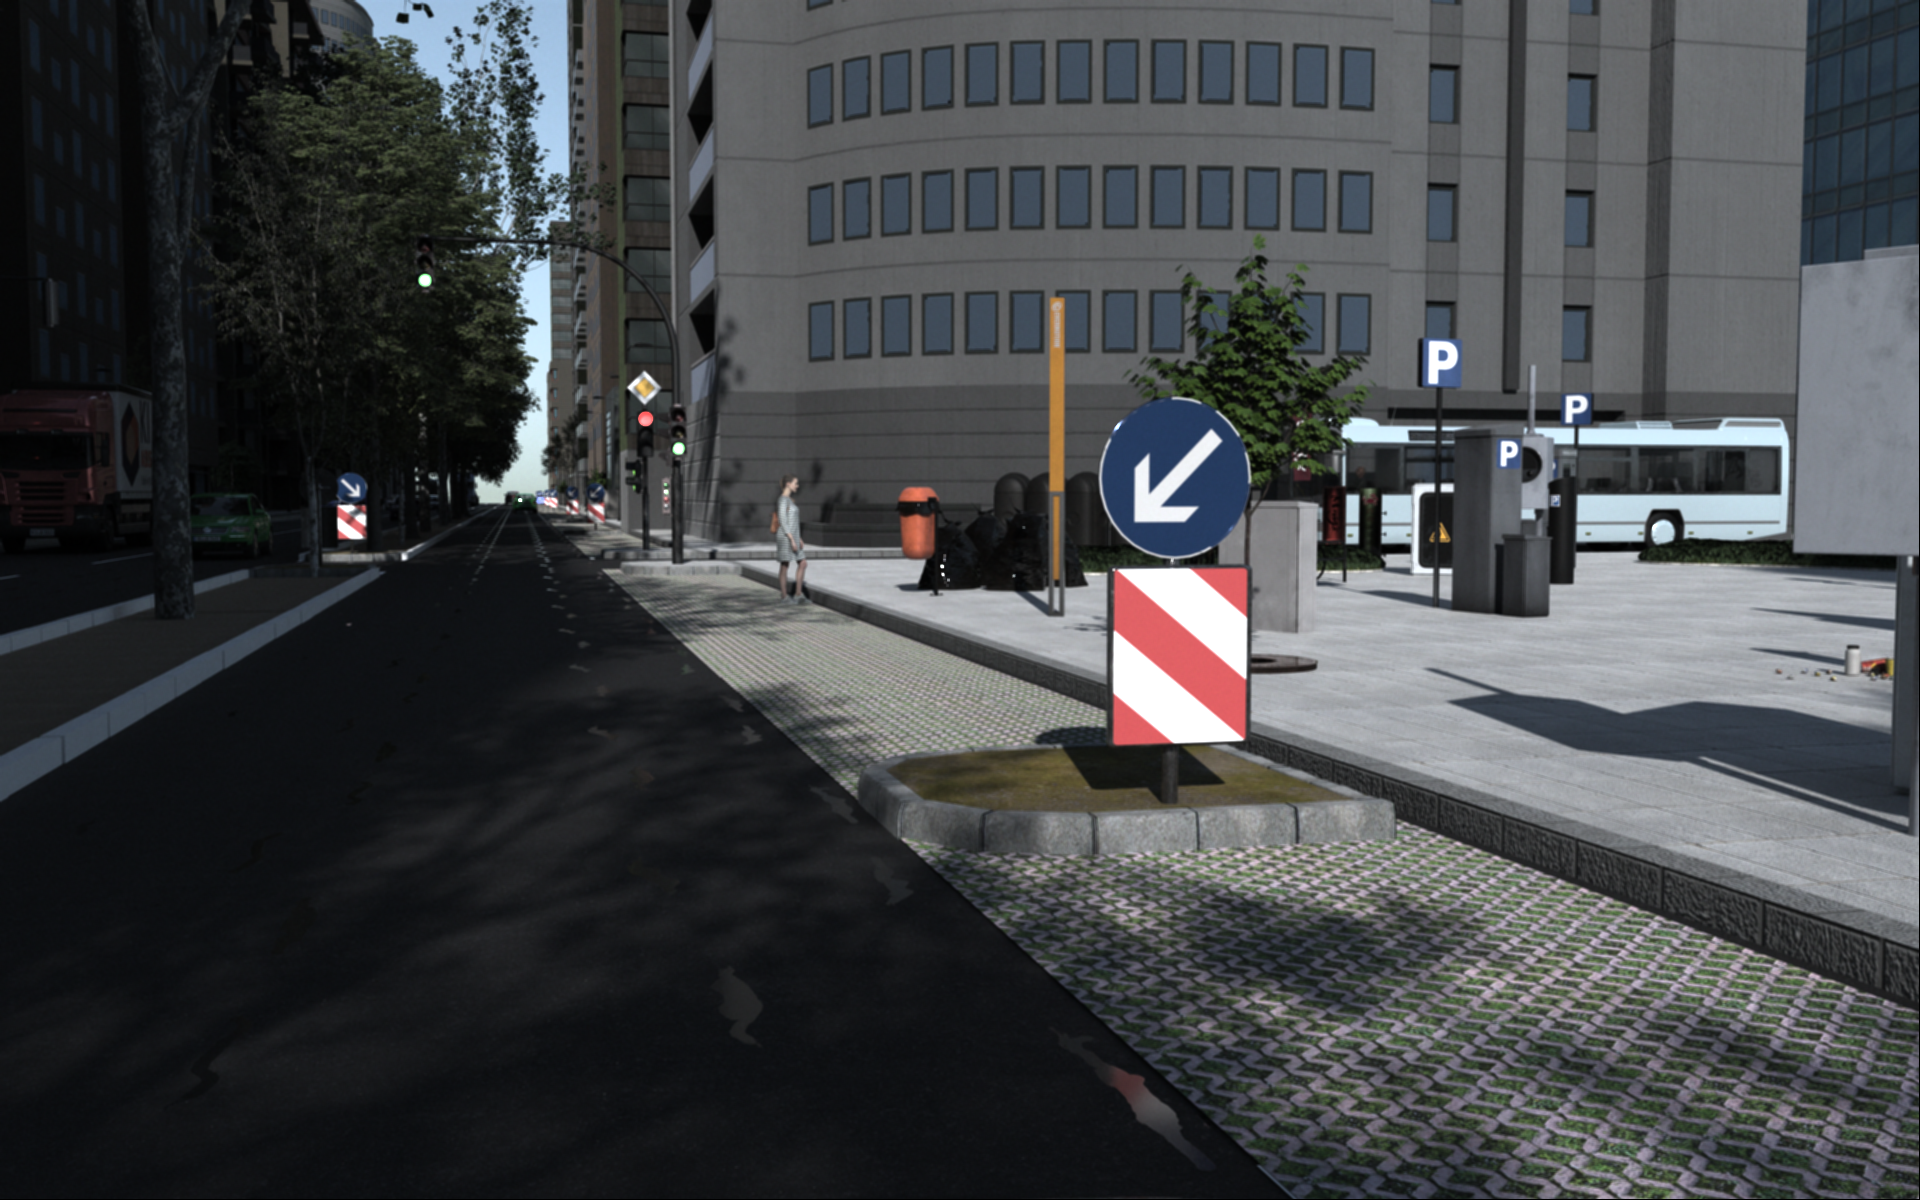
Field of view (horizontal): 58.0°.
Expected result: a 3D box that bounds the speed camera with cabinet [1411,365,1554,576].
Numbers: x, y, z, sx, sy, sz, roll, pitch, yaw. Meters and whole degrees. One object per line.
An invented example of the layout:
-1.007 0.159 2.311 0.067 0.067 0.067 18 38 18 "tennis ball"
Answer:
8.103 -1.991 26.892 2.038 3.252 0.660 2 4 29 "speed camera with cabinet"

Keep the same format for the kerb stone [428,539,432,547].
-14.180 -1.451 45.961 0.120 0.150 1.000 -1 4 -14 "kerb stone"

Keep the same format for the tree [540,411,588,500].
-43.617 -15.873 193.930 7.601 10.594 8.767 2 4 29 "tree"

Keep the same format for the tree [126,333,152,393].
-35.796 -7.584 74.353 4.737 8.622 4.395 0 3 0 "tree"

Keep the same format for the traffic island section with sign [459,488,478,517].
-31.739 -6.262 110.526 2.006 1.907 1.989 -1 4 -14 "traffic island section with sign"

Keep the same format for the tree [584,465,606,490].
-24.083 -7.360 114.939 1.663 3.219 1.824 0 3 0 "tree"

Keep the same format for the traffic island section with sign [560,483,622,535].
-13.086 -3.236 61.543 1.989 1.847 2.006 -1 4 -14 "traffic island section with sign"

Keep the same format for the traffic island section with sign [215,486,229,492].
-35.546 -4.574 83.409 1.989 1.847 2.006 -1 4 -14 "traffic island section with sign"

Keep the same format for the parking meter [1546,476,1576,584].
8.588 -0.999 24.752 0.372 1.533 0.369 0 3 0 "parking meter"

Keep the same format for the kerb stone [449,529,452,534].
-17.727 -2.304 59.866 0.120 0.150 1.000 -1 4 -14 "kerb stone"

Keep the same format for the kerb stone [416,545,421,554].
-12.915 -1.149 40.989 0.120 0.150 1.000 -1 4 -14 "kerb stone"

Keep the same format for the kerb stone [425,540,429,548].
-13.933 -1.391 44.969 0.120 0.150 1.000 -1 4 -14 "kerb stone"

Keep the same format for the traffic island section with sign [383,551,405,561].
-13.182 -1.809 37.706 2.006 1.907 1.989 -1 4 -14 "traffic island section with sign"

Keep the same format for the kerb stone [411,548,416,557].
-12.407 -1.020 39.000 0.120 0.150 1.000 -1 4 -14 "kerb stone"

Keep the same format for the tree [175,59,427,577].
-10.993 -4.672 29.208 4.360 8.622 3.978 0 3 0 "tree"

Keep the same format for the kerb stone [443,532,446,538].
-16.465 -1.998 54.908 0.120 0.150 1.000 -1 4 -14 "kerb stone"

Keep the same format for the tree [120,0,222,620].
-7.596 -9.806 18.682 12.611 20.169 13.585 0 3 0 "tree"

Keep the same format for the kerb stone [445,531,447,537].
-16.715 -2.062 55.905 0.120 0.150 1.000 -1 4 -14 "kerb stone"

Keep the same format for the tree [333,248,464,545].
-15.715 -5.847 48.411 4.737 8.622 4.395 0 3 0 "tree"

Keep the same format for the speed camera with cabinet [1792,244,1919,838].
4.117 -0.780 7.084 2.038 3.252 0.660 -3 5 -42 "speed camera with cabinet"

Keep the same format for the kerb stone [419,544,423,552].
-13.165 -1.210 41.980 0.120 0.150 1.000 -1 4 -14 "kerb stone"

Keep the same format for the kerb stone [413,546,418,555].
-12.665 -1.088 39.989 0.120 0.150 1.000 -1 4 -14 "kerb stone"

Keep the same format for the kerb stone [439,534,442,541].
-15.700 -1.817 51.925 0.120 0.150 1.000 -1 4 -14 "kerb stone"

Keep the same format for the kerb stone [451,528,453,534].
-17.982 -2.365 60.860 0.120 0.150 1.000 -1 4 -14 "kerb stone"

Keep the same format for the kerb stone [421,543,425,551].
-13.424 -1.271 42.977 0.120 0.150 1.000 -1 4 -14 "kerb stone"

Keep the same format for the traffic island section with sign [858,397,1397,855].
0.595 0.050 7.813 1.989 1.847 2.006 -1 4 -14 "traffic island section with sign"

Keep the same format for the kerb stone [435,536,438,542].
-15.197 -1.695 49.937 0.120 0.150 1.000 -1 4 -14 "kerb stone"

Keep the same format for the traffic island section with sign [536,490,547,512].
-31.960 -7.767 135.613 1.989 1.847 2.006 -1 4 -14 "traffic island section with sign"

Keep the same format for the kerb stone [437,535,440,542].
-15.446 -1.758 50.934 0.120 0.150 1.000 -1 4 -14 "kerb stone"

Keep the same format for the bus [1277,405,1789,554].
13.234 -2.830 41.130 13.247 3.499 2.948 -1 4 -16 "bus"

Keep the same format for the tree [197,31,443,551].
-14.313 -7.441 42.249 7.486 12.596 7.792 0 3 0 "tree"

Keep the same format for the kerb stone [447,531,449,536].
-16.959 -2.122 56.898 0.120 0.150 1.000 -1 4 -14 "kerb stone"

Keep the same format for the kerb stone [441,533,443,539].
-15.956 -1.879 52.922 0.120 0.150 1.000 -1 4 -14 "kerb stone"

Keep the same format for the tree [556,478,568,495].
-46.434 -12.734 202.805 1.663 3.219 1.824 0 3 0 "tree"

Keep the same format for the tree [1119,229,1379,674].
2.250 -1.107 12.708 1.663 3.219 1.824 0 3 0 "tree"

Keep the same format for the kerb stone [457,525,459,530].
-19.498 -2.727 66.823 0.120 0.150 1.000 -1 4 -14 "kerb stone"

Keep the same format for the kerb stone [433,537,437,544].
-14.946 -1.635 48.946 0.120 0.150 1.000 -1 4 -14 "kerb stone"

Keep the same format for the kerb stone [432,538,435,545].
-14.691 -1.575 47.953 0.120 0.150 1.000 -1 4 -14 "kerb stone"

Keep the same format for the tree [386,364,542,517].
-30.658 -11.443 106.561 9.611 12.733 9.660 0 3 0 "tree"

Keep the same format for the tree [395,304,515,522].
-26.097 -9.732 87.332 9.928 11.665 9.643 0 3 0 "tree"

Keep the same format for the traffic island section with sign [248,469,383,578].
-11.363 -1.369 30.525 2.006 1.907 1.989 -1 4 -14 "traffic island section with sign"

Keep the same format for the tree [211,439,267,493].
-43.929 -7.381 104.388 4.285 4.588 4.351 0 3 0 "tree"

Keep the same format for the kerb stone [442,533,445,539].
-16.207 -1.940 53.915 0.120 0.150 1.000 -1 4 -14 "kerb stone"

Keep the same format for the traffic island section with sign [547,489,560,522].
-19.784 -4.844 87.822 1.989 1.847 2.006 -1 4 -14 "traffic island section with sign"

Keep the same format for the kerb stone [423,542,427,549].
-13.679 -1.332 43.974 0.120 0.150 1.000 -1 4 -14 "kerb stone"

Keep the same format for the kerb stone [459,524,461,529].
-19.998 -2.845 68.807 0.120 0.150 1.000 -1 4 -14 "kerb stone"

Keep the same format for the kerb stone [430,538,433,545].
-14.441 -1.515 46.960 0.120 0.150 1.000 -1 4 -14 "kerb stone"

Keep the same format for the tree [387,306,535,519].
-28.362 -11.490 96.977 9.857 13.997 8.962 0 3 0 "tree"

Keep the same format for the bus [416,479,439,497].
-62.952 -12.899 205.754 2.948 3.499 13.247 -1 4 -13 "bus"

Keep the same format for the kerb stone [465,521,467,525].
-21.776 -3.272 75.762 0.120 0.150 1.000 -1 4 -14 "kerb stone"

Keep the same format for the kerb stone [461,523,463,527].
-20.508 -2.972 70.794 0.120 0.150 1.000 -1 4 -14 "kerb stone"

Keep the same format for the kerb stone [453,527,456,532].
-18.479 -2.486 62.845 0.120 0.150 1.000 -1 4 -14 "kerb stone"

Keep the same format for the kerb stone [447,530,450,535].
-17.221 -2.183 57.886 0.120 0.150 1.000 -1 4 -14 "kerb stone"

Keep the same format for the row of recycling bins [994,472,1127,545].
2.080 -1.555 32.543 3.534 1.692 1.069 3 5 39 "row of recycling bins"

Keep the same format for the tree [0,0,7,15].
-5.400 -5.668 5.505 12.009 13.543 11.850 0 3 0 "tree"
